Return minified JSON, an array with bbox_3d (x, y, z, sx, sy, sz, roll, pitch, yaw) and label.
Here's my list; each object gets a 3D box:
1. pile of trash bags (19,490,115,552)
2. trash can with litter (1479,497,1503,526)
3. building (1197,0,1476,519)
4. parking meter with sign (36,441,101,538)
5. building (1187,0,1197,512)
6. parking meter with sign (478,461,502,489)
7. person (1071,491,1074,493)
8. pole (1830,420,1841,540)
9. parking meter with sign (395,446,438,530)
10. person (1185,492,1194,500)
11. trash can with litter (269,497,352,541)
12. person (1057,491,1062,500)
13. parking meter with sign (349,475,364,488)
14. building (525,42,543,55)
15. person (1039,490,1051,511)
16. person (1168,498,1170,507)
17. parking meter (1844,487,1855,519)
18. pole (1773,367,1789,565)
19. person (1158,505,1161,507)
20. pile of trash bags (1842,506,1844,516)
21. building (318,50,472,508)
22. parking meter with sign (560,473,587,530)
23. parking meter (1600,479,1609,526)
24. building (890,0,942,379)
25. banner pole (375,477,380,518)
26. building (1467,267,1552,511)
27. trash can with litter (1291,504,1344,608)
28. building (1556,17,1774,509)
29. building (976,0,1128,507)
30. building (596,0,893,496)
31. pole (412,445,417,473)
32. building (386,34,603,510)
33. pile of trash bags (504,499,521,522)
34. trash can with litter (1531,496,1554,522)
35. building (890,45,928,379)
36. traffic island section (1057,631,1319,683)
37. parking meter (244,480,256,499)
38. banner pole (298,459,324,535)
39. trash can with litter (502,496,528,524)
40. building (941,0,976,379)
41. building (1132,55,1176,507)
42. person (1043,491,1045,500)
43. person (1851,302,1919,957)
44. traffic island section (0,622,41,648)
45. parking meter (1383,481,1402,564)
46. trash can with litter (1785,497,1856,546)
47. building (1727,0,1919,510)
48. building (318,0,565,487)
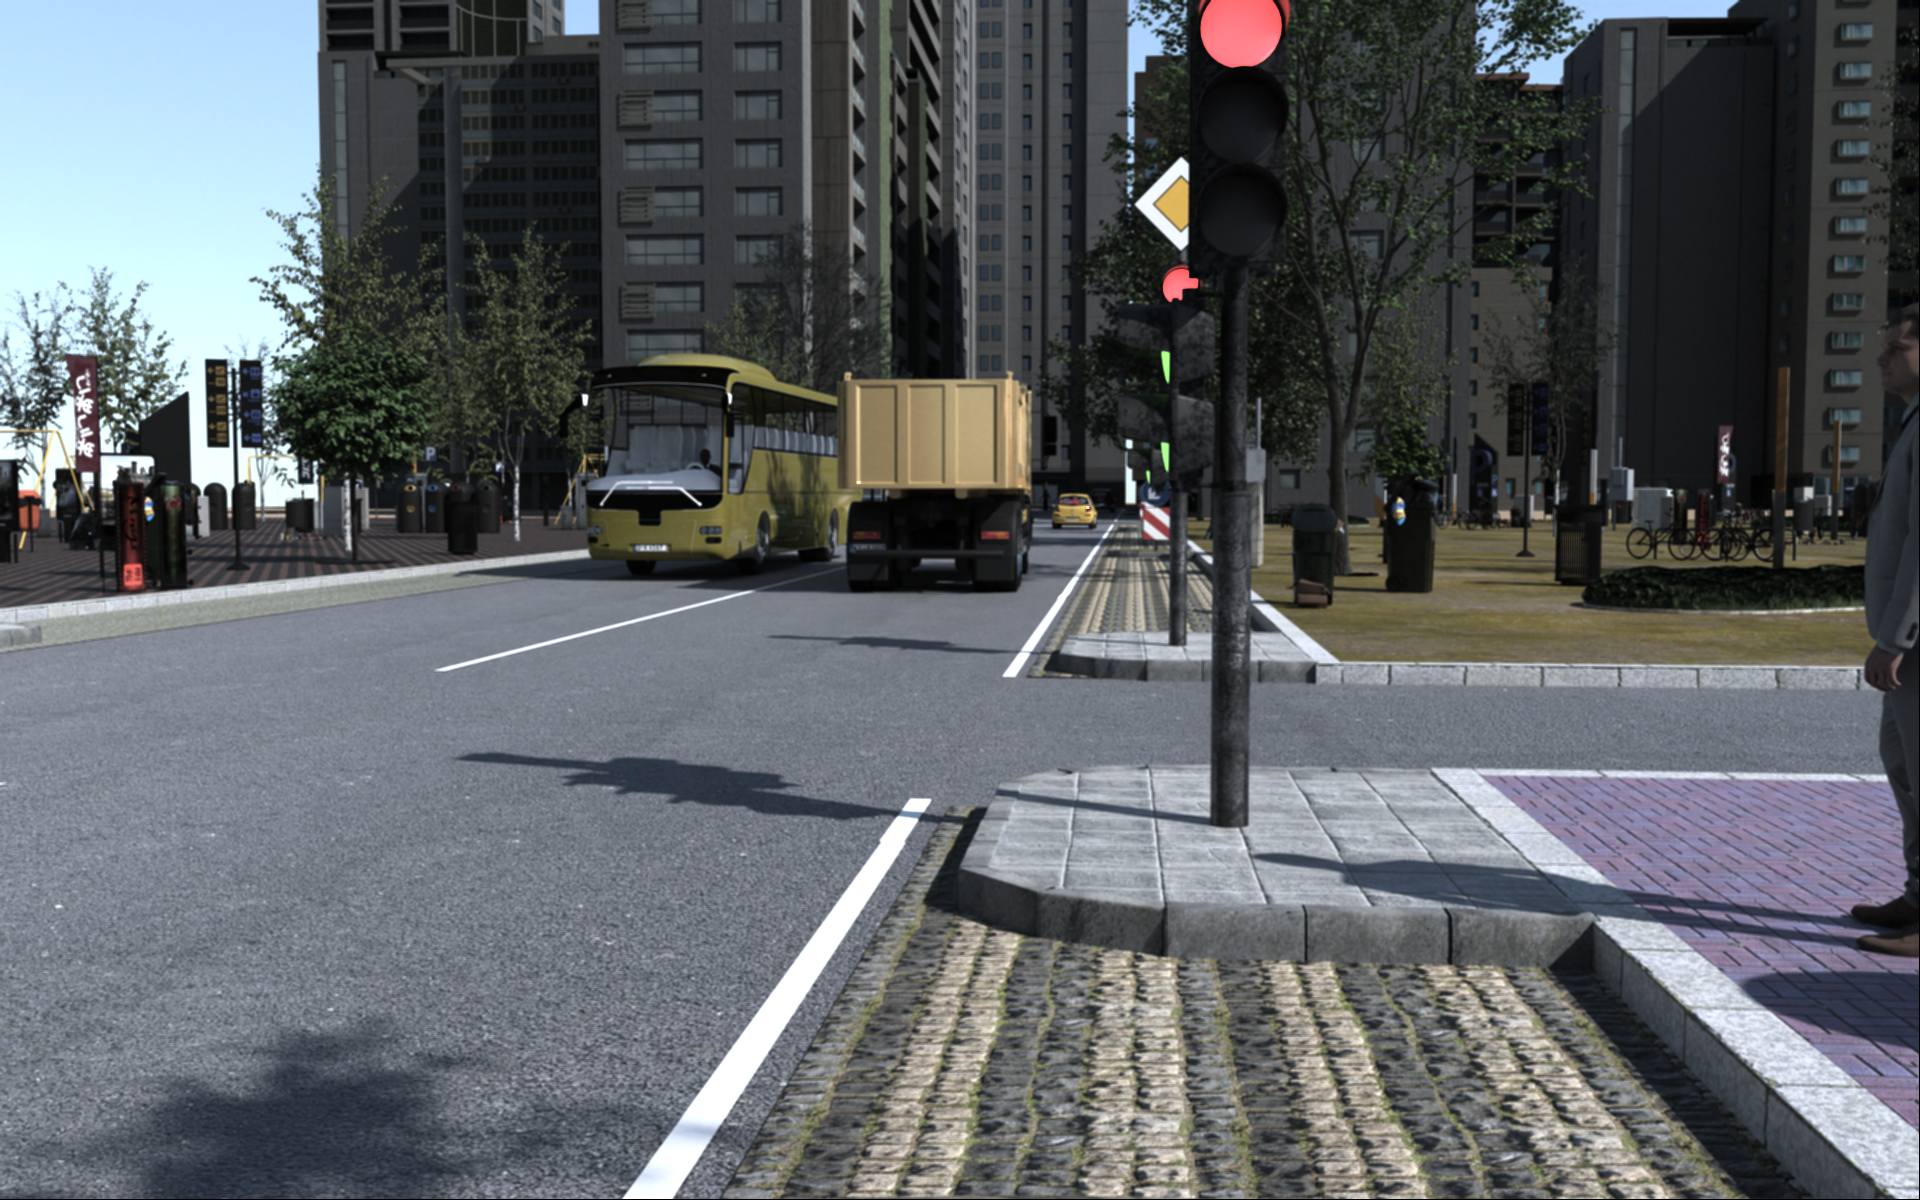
[{"bbox_3d":[-19.705,-1.816,39.446,3.447,1.369,1.912,-3,5,-45],"label":"pile of trash bags"},{"bbox_3d":[21.707,-3.625,70.655,1.055,1.170,0.624,1,4,17],"label":"trash can with litter"},{"bbox_3d":[20.476,-25.281,96.941,14.154,41.232,14.086,0,4,6],"label":"building"},{"bbox_3d":[-26.412,-3.367,51.306,1.738,3.016,0.543,-2,4,-31],"label":"parking meter with sign"},{"bbox_3d":[23.538,-29.105,125.971,14.600,45.320,14.200,0,4,6],"label":"building"},{"bbox_3d":[-25.359,-5.886,92.503,1.738,3.016,0.543,1,4,21],"label":"parking meter with sign"},{"bbox_3d":[10.729,-9.630,166.766,0.721,1.723,1.217,0,4,7],"label":"person"},{"bbox_3d":[24.311,-3.317,48.083,0.158,3.312,0.155,0,3,0],"label":"pole"},{"bbox_3d":[-19.551,-4.036,62.249,0.543,3.016,1.738,2,4,25],"label":"parking meter with sign"},{"bbox_3d":[11.776,-5.182,91.487,1.217,1.735,0.721,0,4,-2],"label":"person"},{"bbox_3d":[-18.262,-2.303,48.710,2.233,1.210,1.678,-1,4,-22],"label":"trash can with litter"},{"bbox_3d":[9.534,-9.467,163.830,0.990,1.755,0.434,-1,4,-22],"label":"person"},{"bbox_3d":[-23.768,-4.392,68.076,0.543,3.016,1.738,-3,4,-39],"label":"parking meter with sign"},{"bbox_3d":[-35.214,-34.599,189.391,21.600,48.544,21.300,0,4,6],"label":"building"},{"bbox_3d":[7.455,-8.715,150.922,1.348,1.831,0.705,-3,5,-39],"label":"person"},{"bbox_3d":[18.873,-9.182,156.157,0.705,1.826,1.348,-1,4,-21],"label":"person"},{"bbox_3d":[31.396,-3.223,61.104,0.372,1.533,0.369,0,3,0],"label":"parking meter"},{"bbox_3d":[13.251,-2.086,27.955,0.158,3.312,0.155,0,3,0],"label":"pole"},{"bbox_3d":[16.161,-8.102,138.964,0.568,1.767,0.683,0,4,-2],"label":"person"},{"bbox_3d":[41.526,-4.287,79.837,1.912,1.369,3.447,3,4,36],"label":"pile of trash bags"},{"bbox_3d":[-50.356,-29.339,163.287,14.086,41.232,14.154,0,4,6],"label":"building"},{"bbox_3d":[-13.471,-4.039,62.294,1.738,3.016,0.543,-2,4,-26],"label":"parking meter with sign"},{"bbox_3d":[25.596,-3.857,68.781,0.255,1.863,0.399,2,4,33],"label":"parking meter"},{"bbox_3d":[-13.135,-31.005,130.630,21.300,48.544,21.600,0,4,6],"label":"building"},{"bbox_3d":[-30.562,-6.167,90.855,0.401,3.779,0.863,-3,4,-36],"label":"banner pole"},{"bbox_3d":[32.709,-18.522,147.875,27.650,21.520,28.899,0,4,6],"label":"building"},{"bbox_3d":[4.107,-0.516,19.825,0.624,1.170,1.055,1,4,9],"label":"trash can with litter"},{"bbox_3d":[61.503,-28.678,152.475,14.086,41.232,14.154,0,4,6],"label":"building"},{"bbox_3d":[3.694,-39.276,184.154,28.212,58.520,21.231,0,4,6],"label":"building"},{"bbox_3d":[-11.748,-25.386,98.664,14.154,41.232,14.086,0,4,6],"label":"building"},{"bbox_3d":[-20.431,-4.339,64.791,0.158,3.312,0.155,0,3,0],"label":"pole"},{"bbox_3d":[-32.302,-28.176,152.564,23.993,40.220,32.217,0,4,6],"label":"building"},{"bbox_3d":[-21.763,-4.234,78.975,3.447,1.369,1.912,-1,4,-11],"label":"pile of trash bags"},{"bbox_3d":[26.874,-4.193,79.620,1.678,1.210,2.233,-2,4,-24],"label":"trash can with litter"},{"bbox_3d":[-9.855,-20.871,112.943,14.160,30.474,14.107,0,4,6],"label":"building"},{"bbox_3d":[1.865,0.466,14.669,2.009,0.180,2.903,0,4,6],"label":"traffic island section"},{"bbox_3d":[-29.678,-4.080,72.423,0.255,1.863,0.399,2,4,24],"label":"parking meter"},{"bbox_3d":[-20.083,-3.890,53.618,0.863,3.779,0.401,-2,4,-31],"label":"banner pole"},{"bbox_3d":[-19.976,-3.958,75.772,1.678,1.210,2.233,-3,5,-42],"label":"trash can with litter"},{"bbox_3d":[-9.563,-43.816,154.638,20.611,71.187,20.563,0,4,6],"label":"building"},{"bbox_3d":[25.174,-32.420,180.182,14.200,45.320,14.600,0,4,6],"label":"building"},{"bbox_3d":[7.980,-9.412,162.322,0.705,1.831,1.348,1,4,9],"label":"person"},{"bbox_3d":[2.726,0.079,4.846,0.391,1.810,0.635,2,4,29],"label":"person"},{"bbox_3d":[-9.916,0.393,15.853,2.009,0.180,2.903,0,4,6],"label":"traffic island section"},{"bbox_3d":[7.955,-1.428,31.762,0.372,1.533,0.369,0,3,0],"label":"parking meter"},{"bbox_3d":[21.861,-2.015,44.009,2.233,1.210,1.678,0,4,-5],"label":"trash can with litter"},{"bbox_3d":[78.840,-31.965,146.334,21.600,48.544,21.300,0,4,6],"label":"building"},{"bbox_3d":[-56.321,-45.962,189.731,20.611,71.187,20.563,0,4,6],"label":"building"}]
